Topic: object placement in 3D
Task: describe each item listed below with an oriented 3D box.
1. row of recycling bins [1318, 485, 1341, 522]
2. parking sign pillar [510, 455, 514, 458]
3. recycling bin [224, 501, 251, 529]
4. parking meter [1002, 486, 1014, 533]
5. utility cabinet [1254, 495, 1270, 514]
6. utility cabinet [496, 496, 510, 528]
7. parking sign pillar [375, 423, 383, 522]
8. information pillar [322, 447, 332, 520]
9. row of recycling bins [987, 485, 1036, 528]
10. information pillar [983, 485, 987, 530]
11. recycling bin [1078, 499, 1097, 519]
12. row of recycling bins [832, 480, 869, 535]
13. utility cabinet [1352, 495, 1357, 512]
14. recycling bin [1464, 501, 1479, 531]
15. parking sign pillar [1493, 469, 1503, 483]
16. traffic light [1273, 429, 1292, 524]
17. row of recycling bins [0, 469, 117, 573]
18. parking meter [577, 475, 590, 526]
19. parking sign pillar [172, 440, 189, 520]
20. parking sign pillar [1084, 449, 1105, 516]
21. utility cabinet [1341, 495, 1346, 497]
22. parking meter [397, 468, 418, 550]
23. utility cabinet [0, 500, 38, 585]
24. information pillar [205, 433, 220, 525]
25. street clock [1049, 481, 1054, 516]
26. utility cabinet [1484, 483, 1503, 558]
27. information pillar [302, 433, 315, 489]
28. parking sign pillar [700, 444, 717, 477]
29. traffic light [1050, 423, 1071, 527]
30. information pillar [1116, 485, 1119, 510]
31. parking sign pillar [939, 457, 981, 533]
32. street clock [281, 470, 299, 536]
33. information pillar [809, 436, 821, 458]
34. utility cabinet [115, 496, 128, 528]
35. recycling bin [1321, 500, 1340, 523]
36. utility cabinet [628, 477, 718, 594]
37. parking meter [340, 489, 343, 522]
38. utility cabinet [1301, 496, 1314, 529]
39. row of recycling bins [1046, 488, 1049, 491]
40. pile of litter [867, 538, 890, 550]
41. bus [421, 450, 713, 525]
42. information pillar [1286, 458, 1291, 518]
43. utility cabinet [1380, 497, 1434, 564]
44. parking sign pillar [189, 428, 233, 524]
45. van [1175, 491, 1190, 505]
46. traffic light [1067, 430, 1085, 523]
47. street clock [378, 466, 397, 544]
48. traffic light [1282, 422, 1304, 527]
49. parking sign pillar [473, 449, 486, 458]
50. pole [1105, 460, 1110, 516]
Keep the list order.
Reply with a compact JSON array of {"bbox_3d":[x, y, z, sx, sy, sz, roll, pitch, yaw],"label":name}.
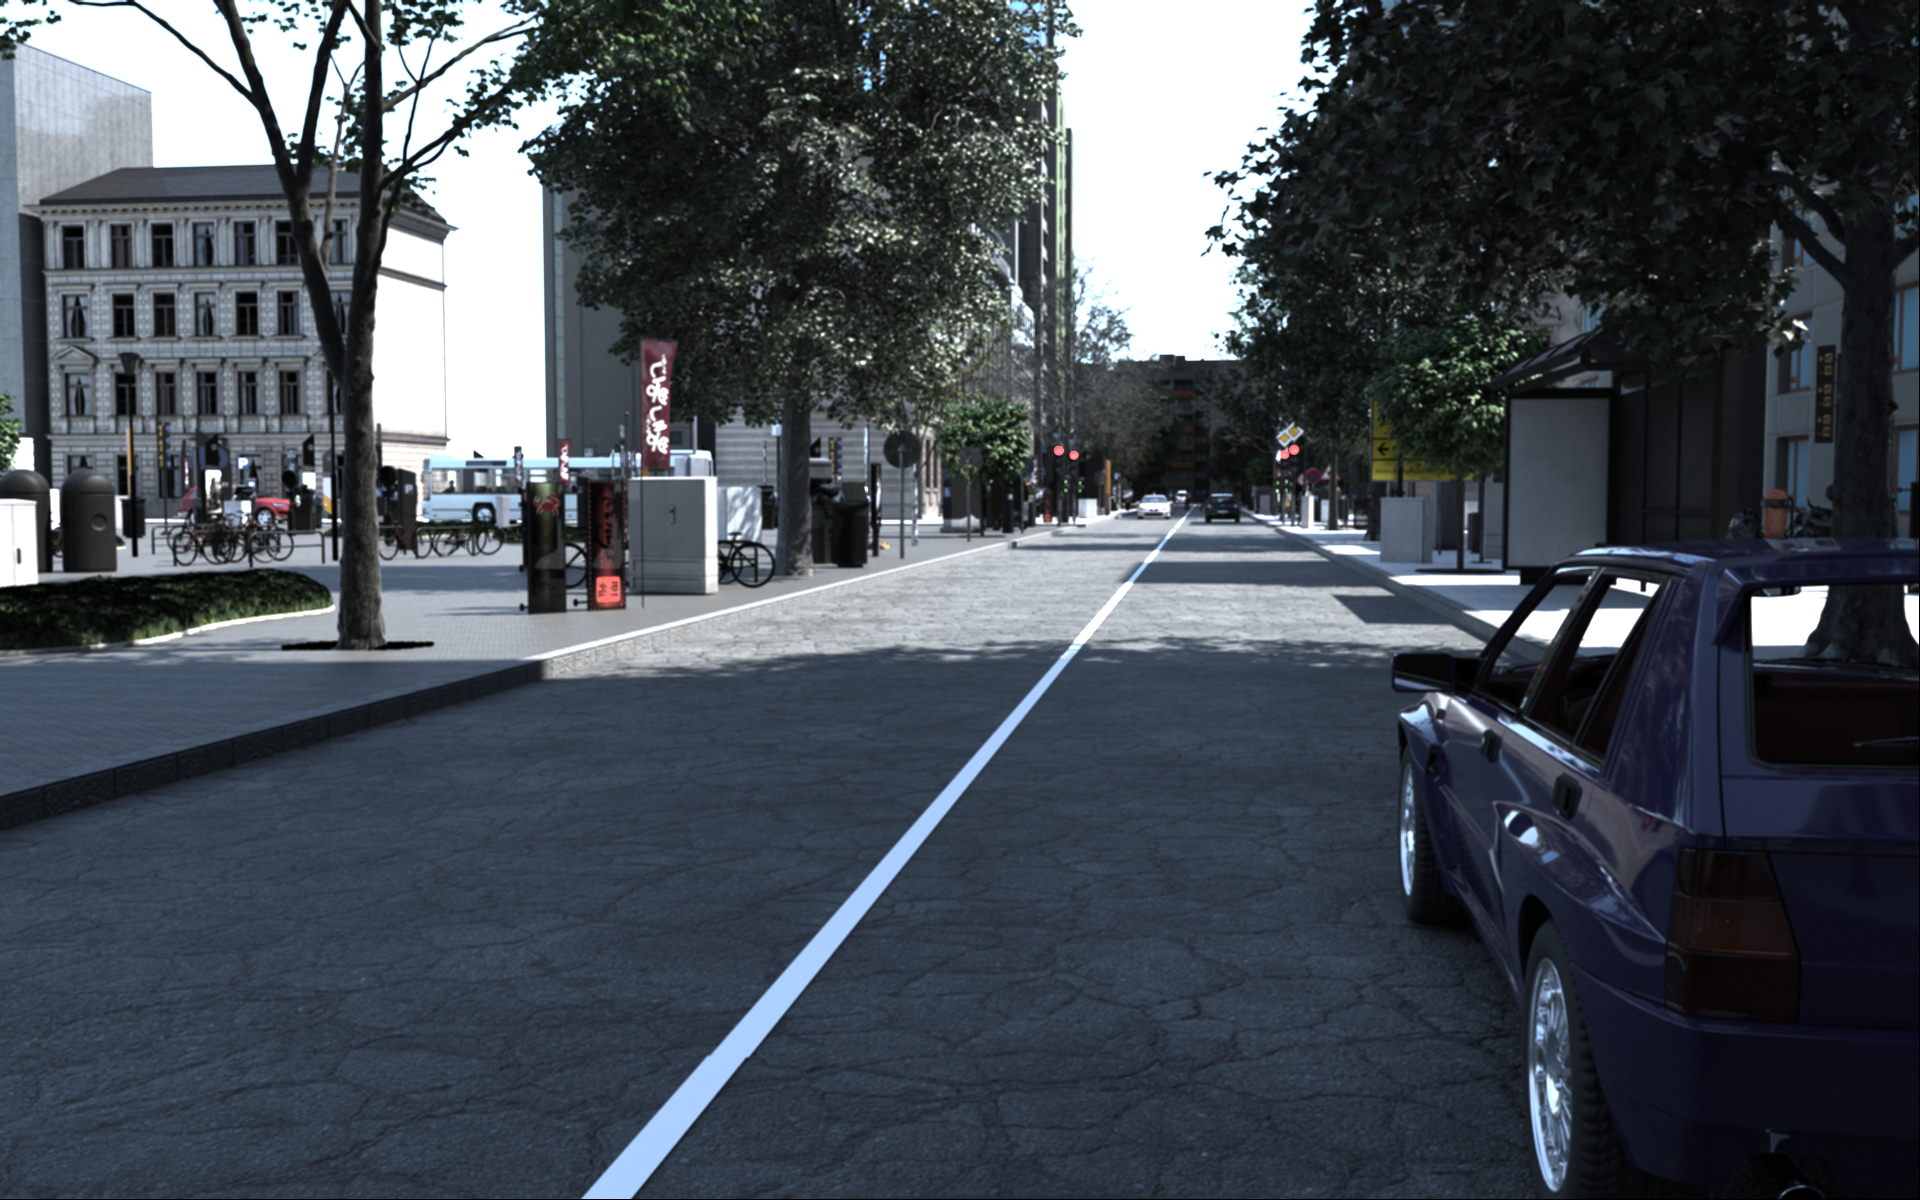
[{"bbox_3d":[16.791,-4.371,78.575,1.069,1.692,3.534,1,4,9],"label":"row of recycling bins"},{"bbox_3d":[-27.352,-7.153,105.429,1.447,3.967,1.447,2,4,33],"label":"parking sign pillar"},{"bbox_3d":[-26.985,-3.189,64.700,0.722,1.027,0.722,0,4,3],"label":"recycling bin"},{"bbox_3d":[1.579,-2.960,56.808,0.372,1.533,0.369,0,3,0],"label":"parking meter"},{"bbox_3d":[20.564,-6.565,118.497,0.306,1.237,1.020,-2,4,-34],"label":"utility cabinet"},{"bbox_3d":[-16.944,-3.244,64.204,0.306,1.237,1.020,-2,4,-26],"label":"utility cabinet"},{"bbox_3d":[-22.034,-4.704,65.390,1.447,3.967,1.447,-1,4,-19],"label":"parking sign pillar"},{"bbox_3d":[-31.620,-5.831,86.694,0.504,3.616,0.183,0,4,-2],"label":"information pillar"},{"bbox_3d":[1.726,-3.630,66.458,1.069,1.692,3.534,2,4,35],"label":"row of recycling bins"},{"bbox_3d":[0.731,-3.460,61.055,0.304,2.012,0.304,3,4,37],"label":"information pillar"},{"bbox_3d":[6.601,-4.712,89.593,0.722,1.027,0.722,-2,4,-31],"label":"recycling bin"},{"bbox_3d":[-3.874,-2.804,52.964,1.069,1.692,3.534,-2,4,-33],"label":"row of recycling bins"},{"bbox_3d":[28.934,-7.085,127.008,0.306,1.237,1.020,1,4,17],"label":"utility cabinet"},{"bbox_3d":[17.994,-2.966,61.045,0.722,1.027,0.722,-1,4,-9],"label":"recycling bin"},{"bbox_3d":[19.484,-4.435,60.988,1.447,3.967,1.447,3,4,36],"label":"parking sign pillar"},{"bbox_3d":[13.965,-5.249,74.749,0.839,4.253,0.868,0,4,8],"label":"traffic light"},{"bbox_3d":[-15.650,-1.286,28.140,3.534,1.692,1.069,-1,4,-18],"label":"row of recycling bins"},{"bbox_3d":[-11.608,-2.921,53.467,0.399,1.863,0.255,3,4,36],"label":"parking meter"},{"bbox_3d":[-38.551,-5.986,86.347,1.447,3.967,1.447,-2,4,-30],"label":"parking sign pillar"},{"bbox_3d":[7.961,-7.050,103.743,1.447,3.967,1.447,1,4,17],"label":"parking sign pillar"},{"bbox_3d":[23.992,-6.050,110.080,0.306,1.237,1.020,-3,5,-44],"label":"utility cabinet"},{"bbox_3d":[-12.658,-2.079,39.697,0.399,1.863,0.255,-3,4,-38],"label":"parking meter"},{"bbox_3d":[-11.271,-0.557,20.267,0.306,1.237,1.020,1,4,11],"label":"utility cabinet"},{"bbox_3d":[-28.517,-4.572,66.100,0.504,3.616,0.183,-2,4,-31],"label":"information pillar"},{"bbox_3d":[5.313,-5.815,99.647,0.358,2.002,0.471,2,4,35],"label":"street clock"},{"bbox_3d":[10.938,-1.563,34.232,1.173,1.500,0.318,0,4,4],"label":"utility cabinet"},{"bbox_3d":[-24.928,-4.586,66.337,0.183,3.616,0.504,3,5,41],"label":"information pillar"},{"bbox_3d":[-13.272,-6.387,92.902,1.447,3.967,1.447,-2,4,-28],"label":"parking sign pillar"},{"bbox_3d":[3.924,-4.842,68.081,0.839,4.253,0.868,0,4,8],"label":"traffic light"},{"bbox_3d":[12.599,-8.159,137.891,0.304,2.012,0.304,0,4,1],"label":"information pillar"},{"bbox_3d":[0.043,-4.196,57.070,1.447,3.967,1.447,-3,5,-44],"label":"parking sign pillar"},{"bbox_3d":[-20.464,-2.961,52.983,0.471,2.002,0.358,1,4,9],"label":"street clock"},{"bbox_3d":[-5.871,-4.831,70.340,0.504,3.616,0.183,-2,4,-26],"label":"information pillar"},{"bbox_3d":[-32.141,-3.342,65.801,0.306,1.237,1.020,3,4,36],"label":"utility cabinet"},{"bbox_3d":[16.237,-3.874,75.896,0.722,1.027,0.722,1,4,21],"label":"recycling bin"},{"bbox_3d":[-3.696,-0.830,22.249,1.173,1.500,0.318,2,4,25],"label":"utility cabinet"},{"bbox_3d":[-28.652,-4.417,80.624,0.372,1.533,0.369,0,3,0],"label":"parking meter"},{"bbox_3d":[12.784,-3.216,63.736,0.306,1.237,1.020,1,4,22],"label":"utility cabinet"},{"bbox_3d":[4.190,-6.506,113.485,3.534,1.692,1.069,1,4,20],"label":"row of recycling bins"},{"bbox_3d":[-2.273,-1.639,40.765,1.176,0.858,1.719,-1,4,-14],"label":"pile of litter"},{"bbox_3d":[-17.445,-4.902,75.012,13.247,3.499,2.948,1,4,10],"label":"bus"},{"bbox_3d":[17.839,-6.273,93.923,0.183,3.616,0.504,-1,4,-15],"label":"information pillar"},{"bbox_3d":[8.327,-1.293,32.296,0.306,1.237,1.020,-3,4,-36],"label":"utility cabinet"},{"bbox_3d":[-30.593,-5.051,71.058,1.447,3.967,1.447,-2,4,-34],"label":"parking sign pillar"},{"bbox_3d":[28.796,-13.286,224.241,2.013,2.044,4.112,0,4,8],"label":"van"},{"bbox_3d":[5.039,-5.325,75.988,0.839,4.253,0.868,0,4,8],"label":"traffic light"},{"bbox_3d":[-14.778,-2.461,44.811,0.471,2.002,0.358,0,4,2],"label":"street clock"},{"bbox_3d":[12.849,-4.766,66.842,0.839,4.253,0.868,0,4,8],"label":"traffic light"},{"bbox_3d":[-28.334,-7.024,103.306,1.447,3.967,1.447,-2,4,-33],"label":"parking sign pillar"},{"bbox_3d":[9.181,-6.930,107.150,0.158,3.312,0.155,0,3,0],"label":"pole"}]
